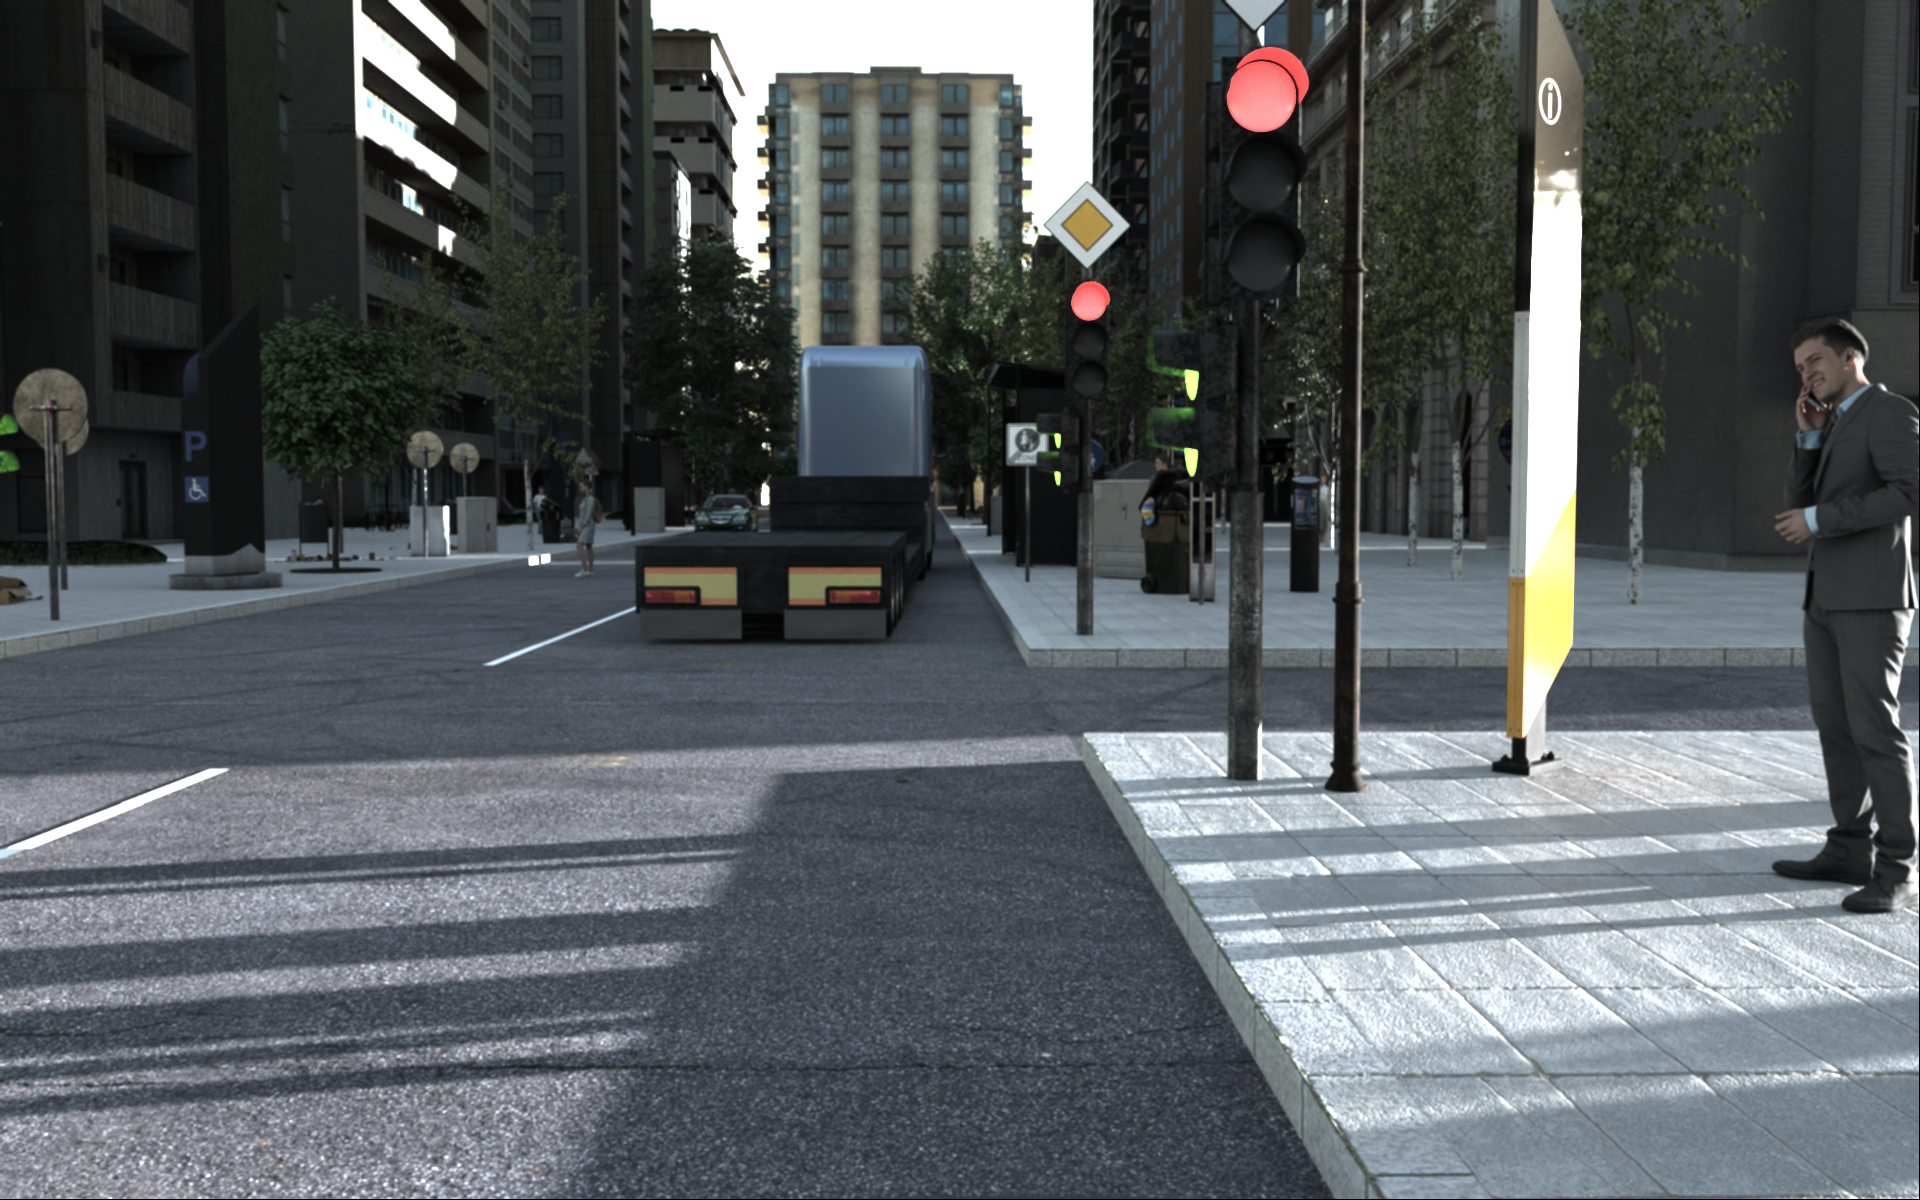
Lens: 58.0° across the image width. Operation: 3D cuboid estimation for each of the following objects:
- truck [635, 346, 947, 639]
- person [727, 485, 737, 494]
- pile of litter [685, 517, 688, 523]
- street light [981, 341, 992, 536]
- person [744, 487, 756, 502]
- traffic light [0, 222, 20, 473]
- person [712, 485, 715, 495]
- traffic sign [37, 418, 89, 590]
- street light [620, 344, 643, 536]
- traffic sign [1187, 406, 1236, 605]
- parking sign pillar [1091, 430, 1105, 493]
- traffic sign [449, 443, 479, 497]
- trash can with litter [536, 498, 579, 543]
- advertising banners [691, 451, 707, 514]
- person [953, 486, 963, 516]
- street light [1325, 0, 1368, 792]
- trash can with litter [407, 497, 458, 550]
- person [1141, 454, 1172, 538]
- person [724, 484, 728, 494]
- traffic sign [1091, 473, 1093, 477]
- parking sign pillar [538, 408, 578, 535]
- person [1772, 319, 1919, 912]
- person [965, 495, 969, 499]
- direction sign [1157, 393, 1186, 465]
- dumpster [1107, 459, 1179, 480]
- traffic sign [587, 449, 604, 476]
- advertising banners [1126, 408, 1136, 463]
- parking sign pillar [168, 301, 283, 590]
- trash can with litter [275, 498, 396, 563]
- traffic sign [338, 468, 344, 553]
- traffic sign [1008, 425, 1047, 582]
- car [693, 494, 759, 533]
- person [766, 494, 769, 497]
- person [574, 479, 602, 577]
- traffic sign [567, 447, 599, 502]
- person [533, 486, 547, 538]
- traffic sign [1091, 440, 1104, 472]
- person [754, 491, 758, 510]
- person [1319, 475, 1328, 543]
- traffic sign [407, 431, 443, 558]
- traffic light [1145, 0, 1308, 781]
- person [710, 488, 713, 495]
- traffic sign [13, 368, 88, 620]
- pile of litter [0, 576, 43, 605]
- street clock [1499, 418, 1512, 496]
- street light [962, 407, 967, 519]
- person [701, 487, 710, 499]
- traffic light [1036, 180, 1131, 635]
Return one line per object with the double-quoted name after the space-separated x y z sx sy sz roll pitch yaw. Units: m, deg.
-1.798 -2.197 25.682 2.967 4.110 18.799 0 4 0 "truck"
-13.572 -5.972 103.549 0.709 1.838 0.599 0 4 6 "person"
-12.767 -3.907 77.843 1.719 0.858 1.176 -3 4 -36 "pile of litter"
0.882 -4.877 52.533 0.468 5.910 1.993 0 4 -1 "street light"
-14.409 -6.847 118.529 0.617 1.759 0.750 3 5 42 "person"
-8.938 -1.626 15.498 0.839 4.253 0.868 0 4 -1 "traffic light"
-13.766 -5.628 97.684 0.705 1.869 1.348 2 4 25 "person"
-12.014 -1.410 23.154 0.768 2.556 0.104 0 4 2 "traffic sign"
-10.105 -4.929 53.374 0.468 5.910 1.993 0 4 -1 "street light"
2.791 -1.220 19.957 0.884 2.594 0.081 0 4 3 "traffic sign"
4.099 -4.192 57.009 1.447 3.967 1.447 0 4 0 "parking sign pillar"
-12.309 -2.624 43.010 0.768 2.556 0.104 0 4 6 "traffic sign"
-10.503 -2.074 45.305 1.055 1.170 0.624 -3 5 -44 "trash can with litter"
-10.751 -4.593 71.288 0.090 3.025 2.074 1 4 8 "advertising banners"
-0.032 -5.669 99.462 0.721 1.736 1.217 -2 4 -32 "person"
1.678 -2.114 7.354 0.468 5.910 1.993 0 4 -1 "street light"
-12.120 -1.784 40.227 2.233 1.210 1.678 1 4 11 "trash can with litter"
2.789 -1.072 23.599 0.581 1.822 0.654 2 4 30 "person"
-14.418 -6.142 106.102 1.348 1.869 0.705 2 4 28 "person"
3.647 -3.252 53.181 0.884 2.594 0.081 0 4 1 "traffic sign"
-12.743 -4.083 55.223 1.447 3.967 1.447 0 4 -1 "parking sign pillar"
2.823 0.018 5.557 0.447 1.846 0.655 0 4 3 "person"
0.111 -7.979 136.507 1.348 1.822 0.705 3 5 39 "person"
4.764 -2.880 39.078 0.379 3.537 0.876 -3 4 -38 "direction sign"
3.189 -1.470 29.799 1.264 1.857 1.865 0 4 -1 "dumpster"
-10.808 -3.114 50.650 0.795 2.593 0.064 1 4 9 "traffic sign"
3.725 -2.354 34.674 0.090 3.025 2.074 -1 4 -17 "advertising banners"
-10.071 -2.152 23.665 1.447 3.967 1.447 1 4 9 "parking sign pillar"
-12.017 -1.363 33.344 2.233 1.210 1.678 -1 4 -23 "trash can with litter"
-13.407 -2.285 37.466 0.768 2.556 0.104 0 4 1 "traffic sign"
0.984 -1.412 25.208 0.606 2.300 0.079 1 4 9 "traffic sign"
-7.745 -2.806 57.681 2.131 1.459 4.920 0 4 -2 "car"
-16.324 -8.791 150.599 1.217 1.723 0.721 -2 4 -24 "person"
-6.513 -1.268 30.242 0.522 1.701 0.512 -1 4 -22 "person"
-10.518 -2.955 48.321 0.884 2.594 0.081 0 4 2 "traffic sign"
-12.315 -2.600 51.152 0.523 1.515 0.503 2 4 29 "person"
2.953 -2.458 40.301 0.768 2.556 0.104 0 4 7 "traffic sign"
-14.327 -6.898 119.769 0.756 1.711 0.436 -1 4 -10 "person"
9.629 -2.436 46.093 0.478 1.798 0.641 2 4 25 "person"
-10.745 -2.119 34.752 0.768 2.556 0.104 0 4 8 "traffic sign"
1.265 -1.149 7.711 0.839 4.253 0.868 0 4 -1 "traffic light"
-23.364 -9.606 163.191 0.705 1.814 1.350 -1 4 -21 "person"
-9.206 -1.066 17.541 0.768 2.556 0.104 0 4 1 "traffic sign"
-11.503 -0.390 20.338 1.176 0.858 1.719 1 4 22 "pile of litter"
5.125 -0.679 15.674 0.471 2.002 0.358 2 4 29 "street clock"
0.216 -7.188 90.319 0.468 5.910 1.993 0 4 -1 "street light"
-20.336 -8.089 138.277 0.705 1.826 1.348 2 4 28 "person"
1.121 -1.638 15.694 0.839 4.253 0.868 0 4 -1 "traffic light"
